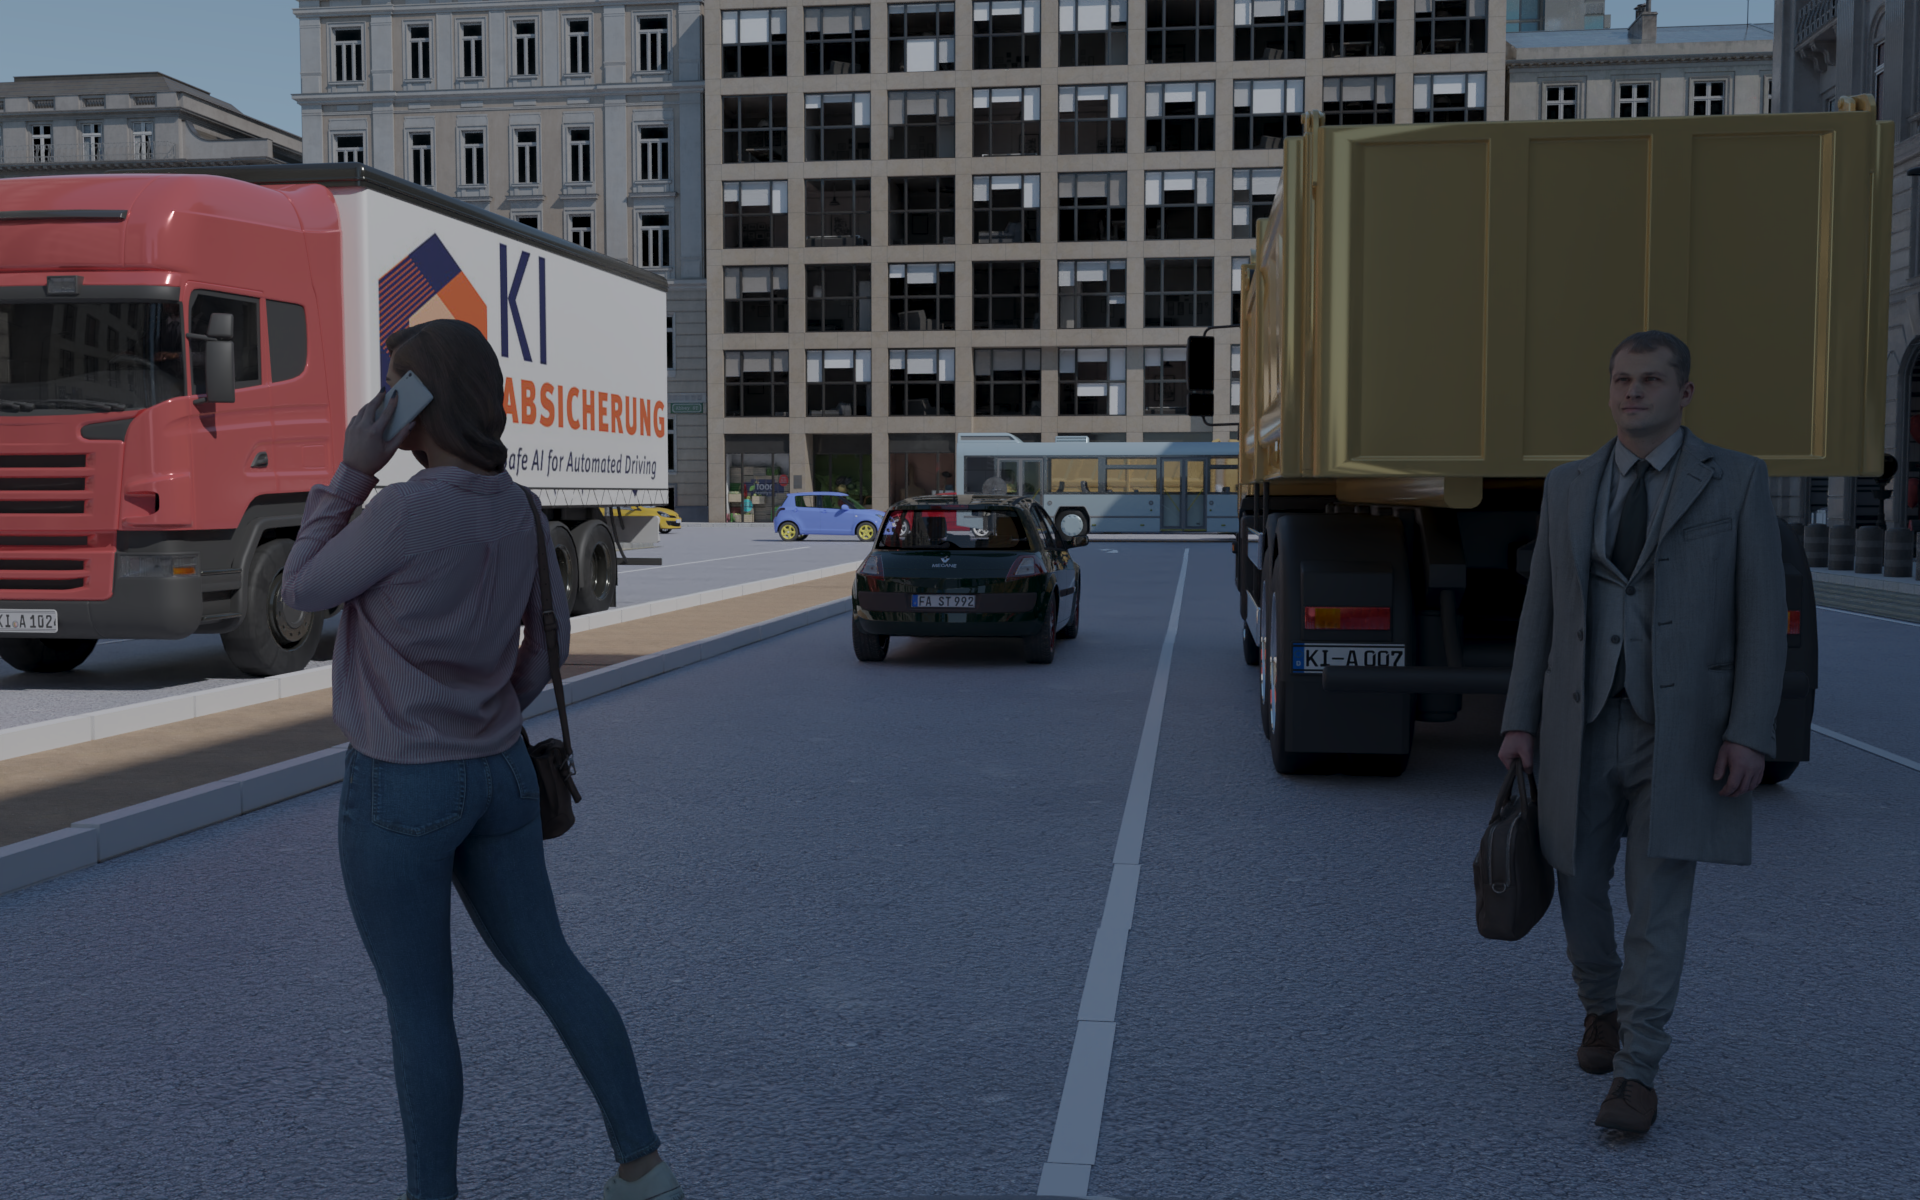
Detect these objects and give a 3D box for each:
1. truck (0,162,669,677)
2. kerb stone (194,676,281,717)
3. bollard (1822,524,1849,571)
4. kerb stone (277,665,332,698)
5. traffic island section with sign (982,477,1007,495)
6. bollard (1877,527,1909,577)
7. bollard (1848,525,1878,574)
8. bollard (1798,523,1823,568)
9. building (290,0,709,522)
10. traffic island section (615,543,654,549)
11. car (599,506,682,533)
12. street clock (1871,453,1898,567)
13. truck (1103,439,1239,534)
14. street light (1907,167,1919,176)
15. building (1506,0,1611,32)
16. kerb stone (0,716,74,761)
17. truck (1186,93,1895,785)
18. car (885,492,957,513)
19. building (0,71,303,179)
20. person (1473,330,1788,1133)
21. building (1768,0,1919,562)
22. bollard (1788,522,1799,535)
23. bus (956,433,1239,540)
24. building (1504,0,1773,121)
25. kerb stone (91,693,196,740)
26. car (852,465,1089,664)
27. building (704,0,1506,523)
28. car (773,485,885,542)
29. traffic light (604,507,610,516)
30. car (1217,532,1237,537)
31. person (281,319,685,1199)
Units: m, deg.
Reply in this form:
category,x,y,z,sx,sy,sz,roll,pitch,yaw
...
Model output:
category,x,y,z,sx,sy,sz,roll,pitch,yaw
truck,-5.856,-1.724,17.100,2.839,4.237,11.283,1,4,9
kerb stone,-4.863,0.655,11.546,0.120,0.150,1.000,0,4,8
bollard,14.861,-0.885,29.192,0.404,0.777,0.398,0,3,0
kerb stone,-4.724,0.589,12.571,0.120,0.150,1.000,0,4,8
traffic island section with sign,0.827,-2.267,45.194,2.006,1.907,1.989,0,4,8
bollard,14.532,-0.740,26.812,0.404,0.777,0.398,0,3,0
bollard,14.699,-0.813,28.002,0.404,0.777,0.398,0,3,0
bollard,15.025,-0.958,30.383,0.404,0.777,0.398,0,3,0
building,-20.203,-18.307,85.230,20.117,28.700,13.634,0,4,8
traffic island section,-9.452,-1.473,46.363,2.009,0.180,2.903,0,4,8
car,-12.074,-3.208,62.682,3.980,1.641,2.015,1,4,9
street clock,16.333,-1.598,30.693,0.471,2.002,0.358,2,4,28
truck,7.905,-4.054,62.205,9.791,3.379,3.469,1,4,10
street light,14.133,-3.188,24.668,1.470,5.913,1.316,0,4,8
building,46.360,-33.133,161.333,23.786,49.044,30.456,0,4,8
kerb stone,-5.145,0.776,9.510,0.120,0.150,1.000,0,4,8
truck,3.328,-1.000,12.280,3.469,3.379,9.791,0,4,8
car,-0.601,-2.969,57.590,4.494,1.783,2.155,1,4,9
building,-42.711,-15.064,88.092,24.055,21.916,13.314,0,4,8
person,1.558,0.276,4.088,0.694,1.812,0.767,3,4,38
building,23.202,-11.403,28.236,13.314,21.916,24.055,0,4,8
bollard,15.187,-1.031,31.574,0.404,0.777,0.398,0,3,0
bus,6.602,-3.514,52.307,13.247,3.499,2.948,0,4,6
building,40.744,-15.752,76.627,34.723,24.649,14.460,0,4,8
kerb stone,-5.000,0.715,10.526,0.120,0.150,1.000,0,4,8
car,0.156,-0.386,16.105,2.009,1.686,4.222,1,4,8
building,6.949,-17.069,83.592,34.151,26.468,19.350,0,4,8
car,-3.793,-2.635,52.680,3.694,1.707,1.945,0,4,7
traffic light,-9.414,-3.505,46.223,0.839,4.253,0.868,0,4,8
car,10.145,-2.726,54.787,3.980,1.641,2.015,0,4,7
person,-0.876,0.357,3.262,0.643,1.750,0.593,1,4,22
